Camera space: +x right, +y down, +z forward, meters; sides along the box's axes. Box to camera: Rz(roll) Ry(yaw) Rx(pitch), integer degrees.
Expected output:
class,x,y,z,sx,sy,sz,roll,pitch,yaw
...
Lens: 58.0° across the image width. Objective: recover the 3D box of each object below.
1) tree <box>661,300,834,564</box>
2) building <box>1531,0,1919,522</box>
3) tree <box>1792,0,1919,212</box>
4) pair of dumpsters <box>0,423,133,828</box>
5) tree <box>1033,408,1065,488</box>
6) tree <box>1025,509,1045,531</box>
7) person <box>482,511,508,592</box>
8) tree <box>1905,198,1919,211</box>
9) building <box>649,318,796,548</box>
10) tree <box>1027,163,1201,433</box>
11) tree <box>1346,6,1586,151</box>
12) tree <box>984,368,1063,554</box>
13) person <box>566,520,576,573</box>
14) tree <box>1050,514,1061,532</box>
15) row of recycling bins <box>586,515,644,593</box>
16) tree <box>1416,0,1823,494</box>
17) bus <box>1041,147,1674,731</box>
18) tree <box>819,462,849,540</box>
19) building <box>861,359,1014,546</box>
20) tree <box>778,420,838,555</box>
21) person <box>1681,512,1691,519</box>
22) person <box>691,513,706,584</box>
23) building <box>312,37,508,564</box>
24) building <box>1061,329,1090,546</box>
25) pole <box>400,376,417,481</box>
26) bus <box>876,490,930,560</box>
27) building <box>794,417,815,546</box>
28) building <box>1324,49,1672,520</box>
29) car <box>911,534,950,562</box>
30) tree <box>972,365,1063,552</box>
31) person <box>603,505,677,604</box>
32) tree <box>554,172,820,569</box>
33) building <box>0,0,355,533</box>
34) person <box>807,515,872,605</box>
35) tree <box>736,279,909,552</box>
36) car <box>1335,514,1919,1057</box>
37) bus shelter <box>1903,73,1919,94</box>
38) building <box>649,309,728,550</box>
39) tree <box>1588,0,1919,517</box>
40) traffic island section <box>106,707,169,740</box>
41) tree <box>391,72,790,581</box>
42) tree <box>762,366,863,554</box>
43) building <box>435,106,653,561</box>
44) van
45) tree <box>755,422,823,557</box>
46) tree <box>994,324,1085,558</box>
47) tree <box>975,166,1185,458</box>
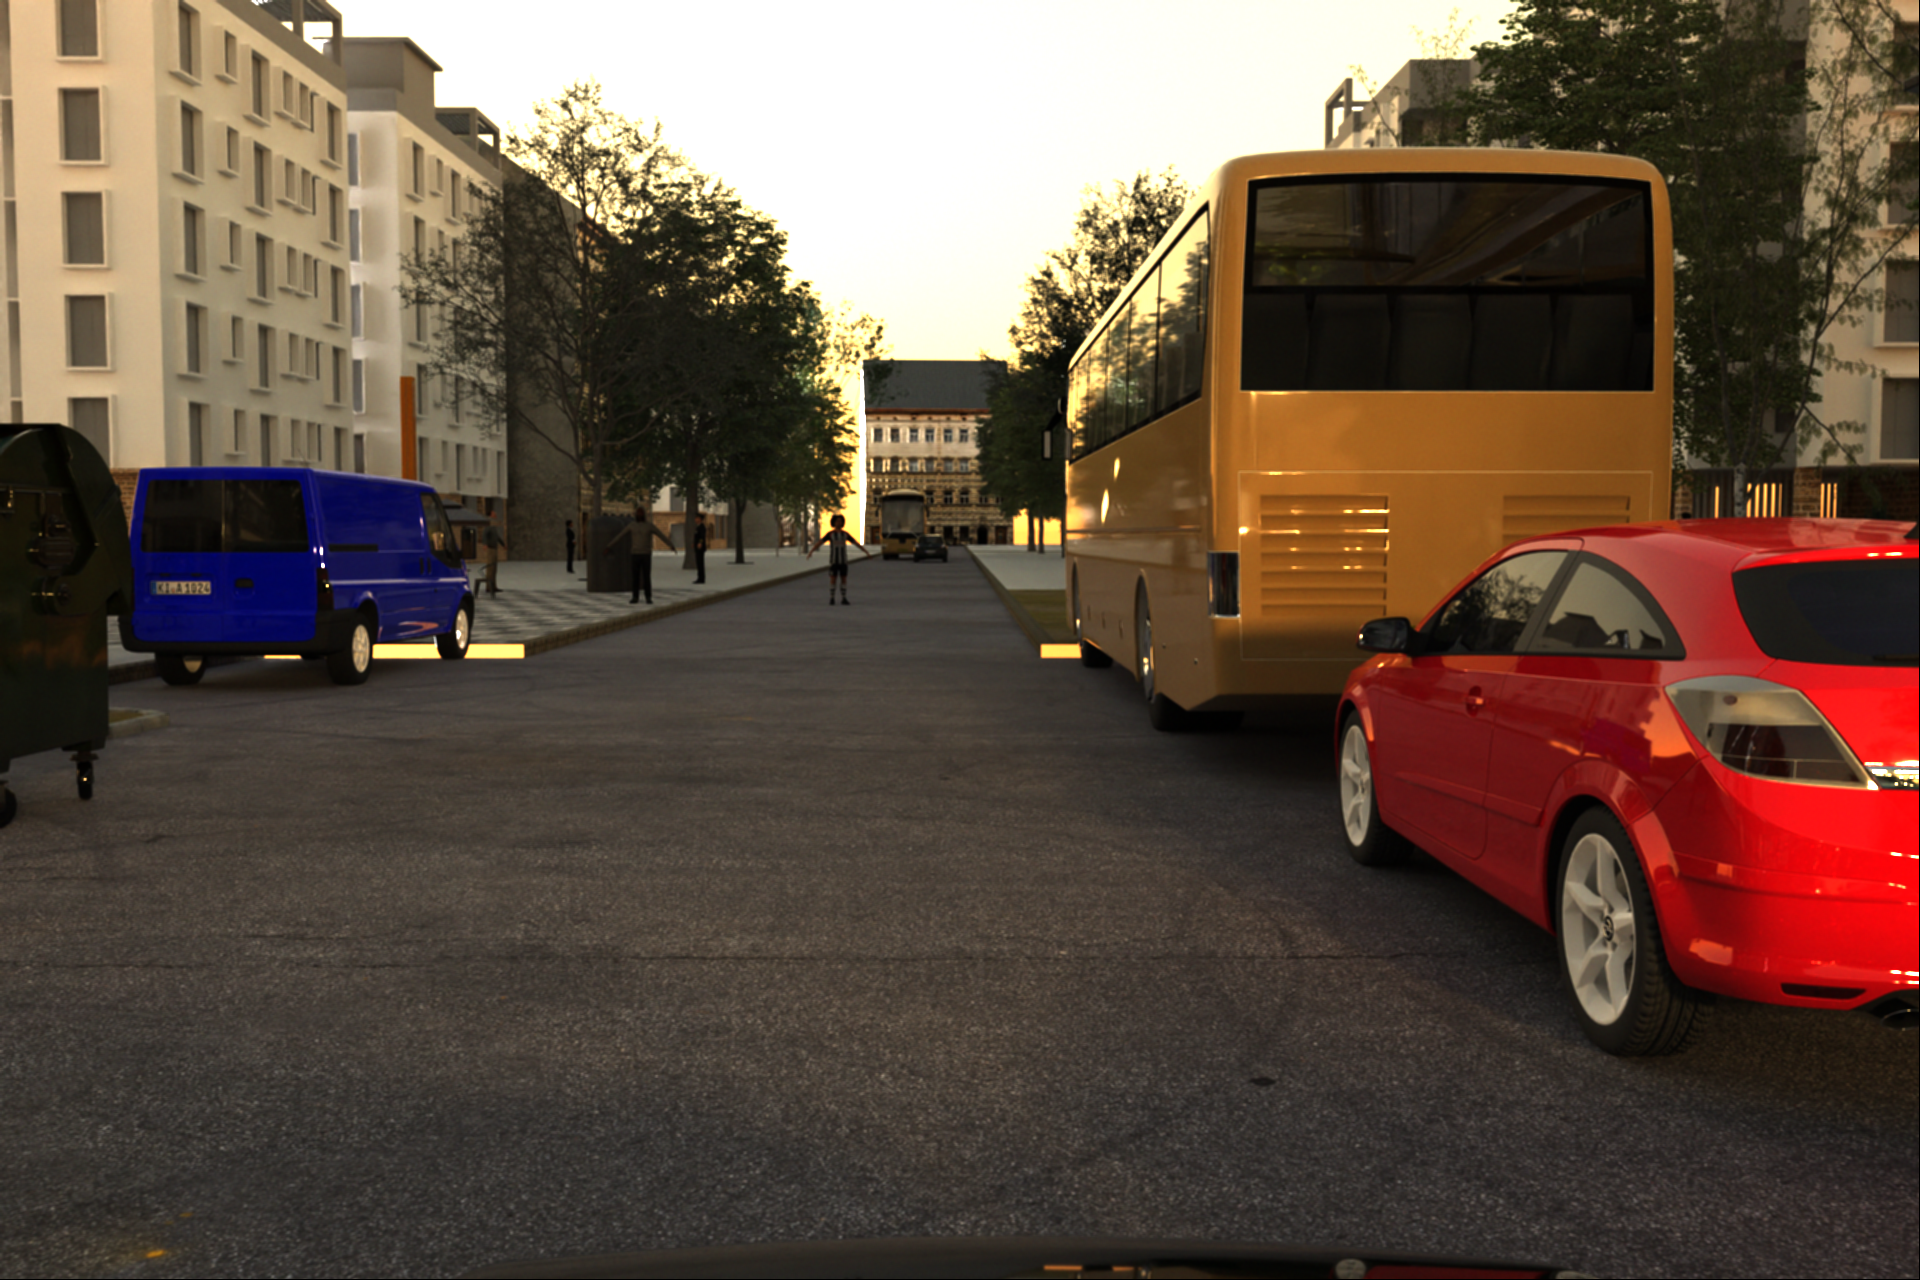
class,x,y,z,sx,sy,sz,roll,pitch,yaw
tree,-9.460,-9.122,74.900,9.928,11.665,9.643,0,3,0
building,23.710,-12.142,54.949,16.016,20.090,11.380,0,4,0
tree,8.557,-3.756,11.781,4.360,8.622,3.978,0,3,0
pair of dumpsters,-6.720,-0.232,8.750,4.436,2.255,1.574,0,4,0
tree,5.207,-8.269,85.555,4.360,8.622,3.978,0,3,0
tree,10.179,-16.037,212.563,4.360,8.622,3.978,0,3,0
person,-10.308,-1.954,38.219,0.705,1.796,1.348,0,4,5
tree,16.421,-6.363,22.162,7.486,12.596,7.792,0,3,0
building,-25.729,-20.413,164.682,19.493,23.208,18.063,0,4,-1
tree,5.322,-6.744,44.681,8.767,10.594,7.601,2,4,33
tree,7.315,-4.571,25.100,4.360,8.622,3.978,0,3,0
tree,5.059,-11.928,113.153,7.486,12.596,7.792,0,3,0
person,-12.743,-3.074,56.976,0.721,1.740,1.216,-1,4,-18
tree,12.577,-16.370,218.013,4.737,8.622,4.395,0,3,0
row of recycling bins,-7.730,-1.979,39.473,1.069,1.692,3.534,0,4,1
tree,11.960,-6.983,32.301,7.486,12.596,7.792,0,3,0
bus,2.540,-1.462,15.450,2.896,3.916,12.252,0,4,-1
tree,-17.319,-17.297,217.212,7.601,10.594,8.767,0,4,-8
building,-3.188,-23.457,216.912,18.063,23.208,19.493,0,4,-4
tree,-9.904,-9.526,106.111,4.360,8.622,3.978,0,3,0
person,17.531,-2.186,41.922,1.347,1.806,0.705,-1,4,-19
person,-6.768,-2.383,44.905,0.705,1.837,1.347,-1,4,-16
building,-26.024,-12.902,67.373,16.016,20.090,11.380,0,4,0
building,24.724,-21.035,187.902,27.936,21.610,32.646,0,4,-1
pole,-7.159,-1.755,22.545,0.158,3.312,0.155,0,3,0
bus,-3.095,-6.614,99.693,2.896,3.916,12.252,0,4,0
building,-25.966,-21.976,190.229,19.493,23.208,18.063,0,4,0
building,20.630,-13.270,73.390,16.016,20.090,11.380,0,3,0
car,-1.497,-4.830,88.761,2.009,1.686,4.222,0,3,0
tree,5.282,-13.455,126.636,9.857,13.997,8.962,0,3,0
person,-5.879,-1.577,31.917,1.348,1.813,0.705,0,4,-2
tree,-9.673,-9.547,62.752,9.857,13.997,8.962,0,3,0
building,-26.990,-11.828,49.804,16.016,20.090,11.380,0,4,0
person,-2.457,-1.619,35.069,1.345,1.843,0.704,-1,4,-17
tree,-10.124,-16.608,127.433,12.611,20.169,13.585,0,3,0
car,2.619,0.171,6.244,2.155,1.783,4.494,0,4,-1
bus shelter,5.769,-0.902,6.034,1.731,3.624,6.357,0,4,0
building,-25.505,-17.392,140.785,16.016,20.090,11.380,0,4,-1
tree,8.653,-4.208,19.168,4.360,8.622,3.978,0,3,0
traffic island section,-6.916,0.635,12.491,1.991,0.108,1.994,0,4,-1
tree,-10.026,-8.369,47.202,12.009,13.543,11.850,0,3,0
tree,-10.066,-11.972,113.871,7.486,12.596,7.792,0,3,0
building,-27.216,-15.892,90.761,19.493,23.208,18.063,0,4,1
van,-6.623,-0.840,18.111,2.240,2.365,5.245,0,3,0
tree,-10.075,-8.965,96.935,4.737,8.622,4.395,0,3,0
tree,5.691,-10.677,92.693,7.486,12.596,7.792,0,3,0
tree,5.633,-9.077,58.776,12.009,13.543,11.850,0,3,0
